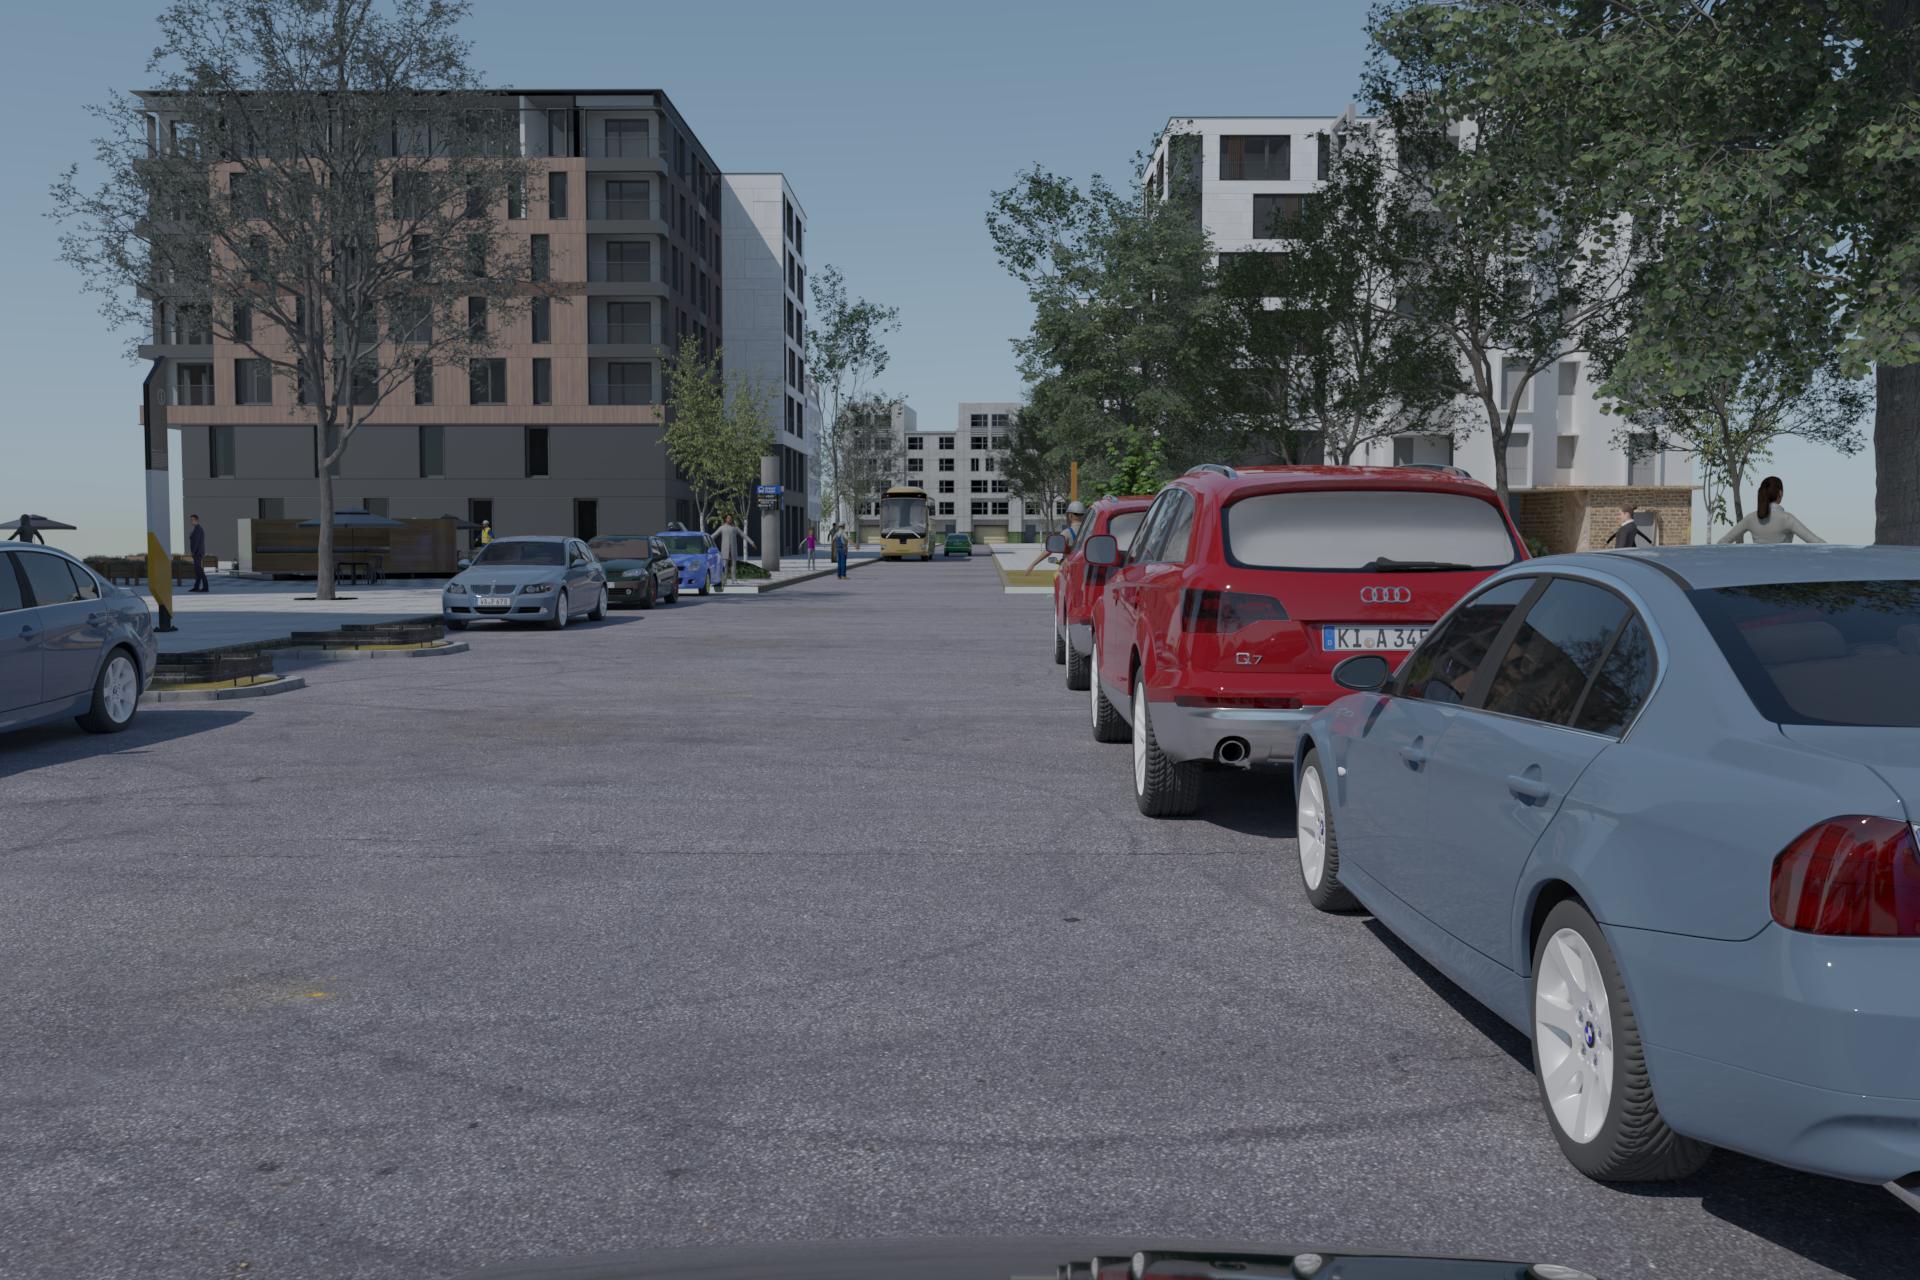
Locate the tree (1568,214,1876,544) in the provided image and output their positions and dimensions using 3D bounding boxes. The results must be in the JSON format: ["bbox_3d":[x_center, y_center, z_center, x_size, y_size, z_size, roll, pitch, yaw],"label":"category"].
[{"bbox_3d":[21.547,-6.939,47.871,8.767,10.594,7.601,-1,4,-15],"label":"tree"}]

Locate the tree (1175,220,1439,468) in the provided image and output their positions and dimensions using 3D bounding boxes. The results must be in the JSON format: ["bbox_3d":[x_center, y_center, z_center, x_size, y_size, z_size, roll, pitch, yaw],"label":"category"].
[{"bbox_3d":[10.028,-7.110,50.656,8.767,10.594,7.601,2,4,23],"label":"tree"}]

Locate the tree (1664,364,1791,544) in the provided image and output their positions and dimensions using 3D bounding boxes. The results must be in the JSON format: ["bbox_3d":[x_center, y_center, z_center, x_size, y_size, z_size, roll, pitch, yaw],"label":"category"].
[{"bbox_3d":[25.038,-6.529,57.115,4.737,8.622,4.395,0,3,0],"label":"tree"}]

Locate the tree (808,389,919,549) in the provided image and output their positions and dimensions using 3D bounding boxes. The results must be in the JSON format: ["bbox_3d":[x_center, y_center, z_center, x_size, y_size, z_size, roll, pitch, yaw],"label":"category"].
[{"bbox_3d":[-8.439,-14.357,145.105,12.009,13.543,11.850,0,3,0],"label":"tree"}]

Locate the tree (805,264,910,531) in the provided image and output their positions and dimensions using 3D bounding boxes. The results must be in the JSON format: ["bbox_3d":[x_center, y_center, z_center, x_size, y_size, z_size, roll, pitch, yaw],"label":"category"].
[{"bbox_3d":[-9.818,-16.421,124.371,12.611,20.169,13.585,0,3,0],"label":"tree"}]

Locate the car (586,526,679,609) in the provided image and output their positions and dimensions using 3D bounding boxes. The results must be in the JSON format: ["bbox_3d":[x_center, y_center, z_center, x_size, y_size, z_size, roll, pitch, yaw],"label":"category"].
[{"bbox_3d":[-6.704,-1.503,34.363,2.009,1.686,4.222,0,4,0],"label":"car"}]

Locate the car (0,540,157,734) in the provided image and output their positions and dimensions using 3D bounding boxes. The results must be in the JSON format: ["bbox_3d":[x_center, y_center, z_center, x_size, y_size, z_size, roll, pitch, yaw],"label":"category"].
[{"bbox_3d":[-6.932,0.046,11.246,2.014,1.417,4.499,0,4,1],"label":"car"}]

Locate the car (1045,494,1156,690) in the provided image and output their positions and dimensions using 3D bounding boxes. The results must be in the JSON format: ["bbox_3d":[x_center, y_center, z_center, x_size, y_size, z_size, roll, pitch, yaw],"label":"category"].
[{"bbox_3d":[2.015,-0.535,17.426,2.281,1.827,5.304,0,4,1],"label":"car"}]

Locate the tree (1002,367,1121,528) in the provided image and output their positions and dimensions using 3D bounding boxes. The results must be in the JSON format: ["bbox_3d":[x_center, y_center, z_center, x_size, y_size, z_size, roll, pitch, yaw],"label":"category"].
[{"bbox_3d":[5.825,-9.916,96.540,7.601,10.594,8.767,0,4,3],"label":"tree"}]

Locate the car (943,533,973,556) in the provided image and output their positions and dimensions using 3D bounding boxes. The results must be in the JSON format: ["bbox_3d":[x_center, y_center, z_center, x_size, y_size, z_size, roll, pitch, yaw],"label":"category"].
[{"bbox_3d":[-0.114,-6.330,112.293,1.959,1.807,4.718,0,4,1],"label":"car"}]

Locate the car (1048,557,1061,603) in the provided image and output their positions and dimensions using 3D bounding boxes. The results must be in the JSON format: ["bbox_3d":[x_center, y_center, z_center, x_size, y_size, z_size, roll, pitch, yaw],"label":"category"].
[{"bbox_3d":[2.623,-1.289,31.297,2.015,1.641,3.980,0,4,0],"label":"car"}]

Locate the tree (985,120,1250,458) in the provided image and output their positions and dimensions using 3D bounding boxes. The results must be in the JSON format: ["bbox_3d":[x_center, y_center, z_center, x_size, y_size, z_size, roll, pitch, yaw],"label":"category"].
[{"bbox_3d":[7.906,-13.634,78.801,12.611,20.169,13.585,0,3,0],"label":"tree"}]

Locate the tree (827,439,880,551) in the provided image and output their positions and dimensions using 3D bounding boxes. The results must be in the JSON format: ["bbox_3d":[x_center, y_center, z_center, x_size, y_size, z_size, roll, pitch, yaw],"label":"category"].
[{"bbox_3d":[-8.756,-11.287,134.899,4.360,8.622,3.978,0,3,0],"label":"tree"}]

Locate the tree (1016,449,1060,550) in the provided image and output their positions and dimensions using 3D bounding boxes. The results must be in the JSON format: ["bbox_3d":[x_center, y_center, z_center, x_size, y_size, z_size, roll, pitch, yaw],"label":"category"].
[{"bbox_3d":[6.911,-11.777,142.922,4.360,8.622,3.978,0,3,0],"label":"tree"}]

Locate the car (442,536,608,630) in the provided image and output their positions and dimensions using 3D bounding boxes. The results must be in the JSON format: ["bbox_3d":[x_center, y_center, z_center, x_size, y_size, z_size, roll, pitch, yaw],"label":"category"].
[{"bbox_3d":[-6.777,-0.942,27.409,2.014,1.417,4.499,0,4,1],"label":"car"}]

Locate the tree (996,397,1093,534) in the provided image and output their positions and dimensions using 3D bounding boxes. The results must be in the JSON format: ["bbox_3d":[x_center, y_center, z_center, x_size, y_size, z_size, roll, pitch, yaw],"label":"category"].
[{"bbox_3d":[5.980,-11.088,115.696,7.601,10.594,8.767,1,4,14],"label":"tree"}]

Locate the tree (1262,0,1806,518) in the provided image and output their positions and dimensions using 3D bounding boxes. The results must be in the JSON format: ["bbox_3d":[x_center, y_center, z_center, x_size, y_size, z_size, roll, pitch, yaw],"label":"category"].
[{"bbox_3d":[8.732,-5.680,27.282,8.767,10.594,7.601,1,4,20],"label":"tree"}]

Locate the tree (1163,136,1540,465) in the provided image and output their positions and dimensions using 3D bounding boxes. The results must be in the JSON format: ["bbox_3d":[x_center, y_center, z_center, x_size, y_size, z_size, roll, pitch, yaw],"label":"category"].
[{"bbox_3d":[9.026,-6.528,41.142,8.767,10.594,7.601,-1,4,-12],"label":"tree"}]

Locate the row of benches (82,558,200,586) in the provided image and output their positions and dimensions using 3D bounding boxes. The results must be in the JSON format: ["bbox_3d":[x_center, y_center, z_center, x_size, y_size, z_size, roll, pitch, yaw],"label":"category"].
[{"bbox_3d":[-20.734,-1.714,43.484,4.104,0.672,1.422,2,4,24],"label":"row of benches"}]

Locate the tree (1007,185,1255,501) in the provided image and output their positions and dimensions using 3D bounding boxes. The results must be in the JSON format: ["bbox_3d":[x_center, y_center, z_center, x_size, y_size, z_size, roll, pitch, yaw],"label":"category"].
[{"bbox_3d":[6.603,-9.708,65.379,9.857,13.997,8.962,0,3,0],"label":"tree"}]

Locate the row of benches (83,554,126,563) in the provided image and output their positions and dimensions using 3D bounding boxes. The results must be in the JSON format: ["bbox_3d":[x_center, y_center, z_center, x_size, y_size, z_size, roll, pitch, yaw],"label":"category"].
[{"bbox_3d":[-27.496,-2.254,52.310,4.104,0.672,1.422,-1,4,-13],"label":"row of benches"}]

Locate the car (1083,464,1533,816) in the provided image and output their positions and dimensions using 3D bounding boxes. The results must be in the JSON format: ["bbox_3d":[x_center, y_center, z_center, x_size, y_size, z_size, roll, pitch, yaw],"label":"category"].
[{"bbox_3d":[1.918,-0.101,10.323,2.281,1.827,5.304,0,4,0],"label":"car"}]

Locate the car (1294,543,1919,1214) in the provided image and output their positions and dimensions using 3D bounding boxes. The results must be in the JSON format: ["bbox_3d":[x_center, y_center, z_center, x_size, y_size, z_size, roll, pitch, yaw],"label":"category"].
[{"bbox_3d":[2.218,0.420,5.137,2.014,1.417,4.499,0,4,-1],"label":"car"}]

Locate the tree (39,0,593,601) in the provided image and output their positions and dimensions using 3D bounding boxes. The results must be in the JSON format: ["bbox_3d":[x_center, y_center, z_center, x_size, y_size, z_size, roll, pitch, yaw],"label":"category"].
[{"bbox_3d":[-12.177,-7.518,33.284,12.009,13.543,11.850,0,3,0],"label":"tree"}]

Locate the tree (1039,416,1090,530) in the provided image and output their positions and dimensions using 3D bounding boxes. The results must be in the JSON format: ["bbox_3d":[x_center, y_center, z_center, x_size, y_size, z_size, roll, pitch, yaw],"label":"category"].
[{"bbox_3d":[7.240,-9.546,106.437,4.360,8.622,3.978,0,3,0],"label":"tree"}]

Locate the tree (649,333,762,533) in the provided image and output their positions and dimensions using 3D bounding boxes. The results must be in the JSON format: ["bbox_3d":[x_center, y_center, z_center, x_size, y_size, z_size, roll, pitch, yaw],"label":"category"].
[{"bbox_3d":[-9.370,-6.905,63.258,4.737,8.622,4.395,0,3,0],"label":"tree"}]

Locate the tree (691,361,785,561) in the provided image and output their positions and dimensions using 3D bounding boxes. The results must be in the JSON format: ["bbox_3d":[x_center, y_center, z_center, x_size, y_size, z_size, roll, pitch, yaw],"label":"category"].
[{"bbox_3d":[-9.318,-7.564,74.026,4.737,8.622,4.395,0,3,0],"label":"tree"}]

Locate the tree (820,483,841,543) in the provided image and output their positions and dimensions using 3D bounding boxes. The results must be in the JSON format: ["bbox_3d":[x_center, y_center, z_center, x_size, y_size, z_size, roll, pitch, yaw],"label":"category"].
[{"bbox_3d":[-18.374,-17.741,240.432,4.737,8.622,4.395,0,3,0],"label":"tree"}]

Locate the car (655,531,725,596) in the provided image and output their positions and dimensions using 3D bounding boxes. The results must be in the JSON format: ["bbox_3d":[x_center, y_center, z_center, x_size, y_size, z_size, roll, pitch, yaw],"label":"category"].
[{"bbox_3d":[-6.665,-1.941,41.324,1.945,1.707,3.694,0,4,0],"label":"car"}]

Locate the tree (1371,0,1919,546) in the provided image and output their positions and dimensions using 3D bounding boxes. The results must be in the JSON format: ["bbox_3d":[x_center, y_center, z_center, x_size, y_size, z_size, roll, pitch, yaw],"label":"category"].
[{"bbox_3d":[8.297,-6.615,14.813,9.857,13.997,8.962,0,3,0],"label":"tree"}]

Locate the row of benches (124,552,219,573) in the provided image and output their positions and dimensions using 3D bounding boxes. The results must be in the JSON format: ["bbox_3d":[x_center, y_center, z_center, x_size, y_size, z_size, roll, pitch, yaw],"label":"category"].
[{"bbox_3d":[-26.474,-2.615,58.224,4.104,0.672,1.422,2,4,28],"label":"row of benches"}]

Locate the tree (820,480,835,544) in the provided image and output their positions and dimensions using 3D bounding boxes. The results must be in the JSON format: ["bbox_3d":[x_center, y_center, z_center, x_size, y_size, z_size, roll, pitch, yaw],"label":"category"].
[{"bbox_3d":[-18.672,-17.396,234.790,4.737,8.622,4.395,0,3,0],"label":"tree"}]

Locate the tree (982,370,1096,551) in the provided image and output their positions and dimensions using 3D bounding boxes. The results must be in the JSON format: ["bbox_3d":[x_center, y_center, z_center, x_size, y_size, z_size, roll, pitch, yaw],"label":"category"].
[{"bbox_3d":[6.532,-13.462,130.480,12.009,13.543,11.850,0,3,0],"label":"tree"}]
